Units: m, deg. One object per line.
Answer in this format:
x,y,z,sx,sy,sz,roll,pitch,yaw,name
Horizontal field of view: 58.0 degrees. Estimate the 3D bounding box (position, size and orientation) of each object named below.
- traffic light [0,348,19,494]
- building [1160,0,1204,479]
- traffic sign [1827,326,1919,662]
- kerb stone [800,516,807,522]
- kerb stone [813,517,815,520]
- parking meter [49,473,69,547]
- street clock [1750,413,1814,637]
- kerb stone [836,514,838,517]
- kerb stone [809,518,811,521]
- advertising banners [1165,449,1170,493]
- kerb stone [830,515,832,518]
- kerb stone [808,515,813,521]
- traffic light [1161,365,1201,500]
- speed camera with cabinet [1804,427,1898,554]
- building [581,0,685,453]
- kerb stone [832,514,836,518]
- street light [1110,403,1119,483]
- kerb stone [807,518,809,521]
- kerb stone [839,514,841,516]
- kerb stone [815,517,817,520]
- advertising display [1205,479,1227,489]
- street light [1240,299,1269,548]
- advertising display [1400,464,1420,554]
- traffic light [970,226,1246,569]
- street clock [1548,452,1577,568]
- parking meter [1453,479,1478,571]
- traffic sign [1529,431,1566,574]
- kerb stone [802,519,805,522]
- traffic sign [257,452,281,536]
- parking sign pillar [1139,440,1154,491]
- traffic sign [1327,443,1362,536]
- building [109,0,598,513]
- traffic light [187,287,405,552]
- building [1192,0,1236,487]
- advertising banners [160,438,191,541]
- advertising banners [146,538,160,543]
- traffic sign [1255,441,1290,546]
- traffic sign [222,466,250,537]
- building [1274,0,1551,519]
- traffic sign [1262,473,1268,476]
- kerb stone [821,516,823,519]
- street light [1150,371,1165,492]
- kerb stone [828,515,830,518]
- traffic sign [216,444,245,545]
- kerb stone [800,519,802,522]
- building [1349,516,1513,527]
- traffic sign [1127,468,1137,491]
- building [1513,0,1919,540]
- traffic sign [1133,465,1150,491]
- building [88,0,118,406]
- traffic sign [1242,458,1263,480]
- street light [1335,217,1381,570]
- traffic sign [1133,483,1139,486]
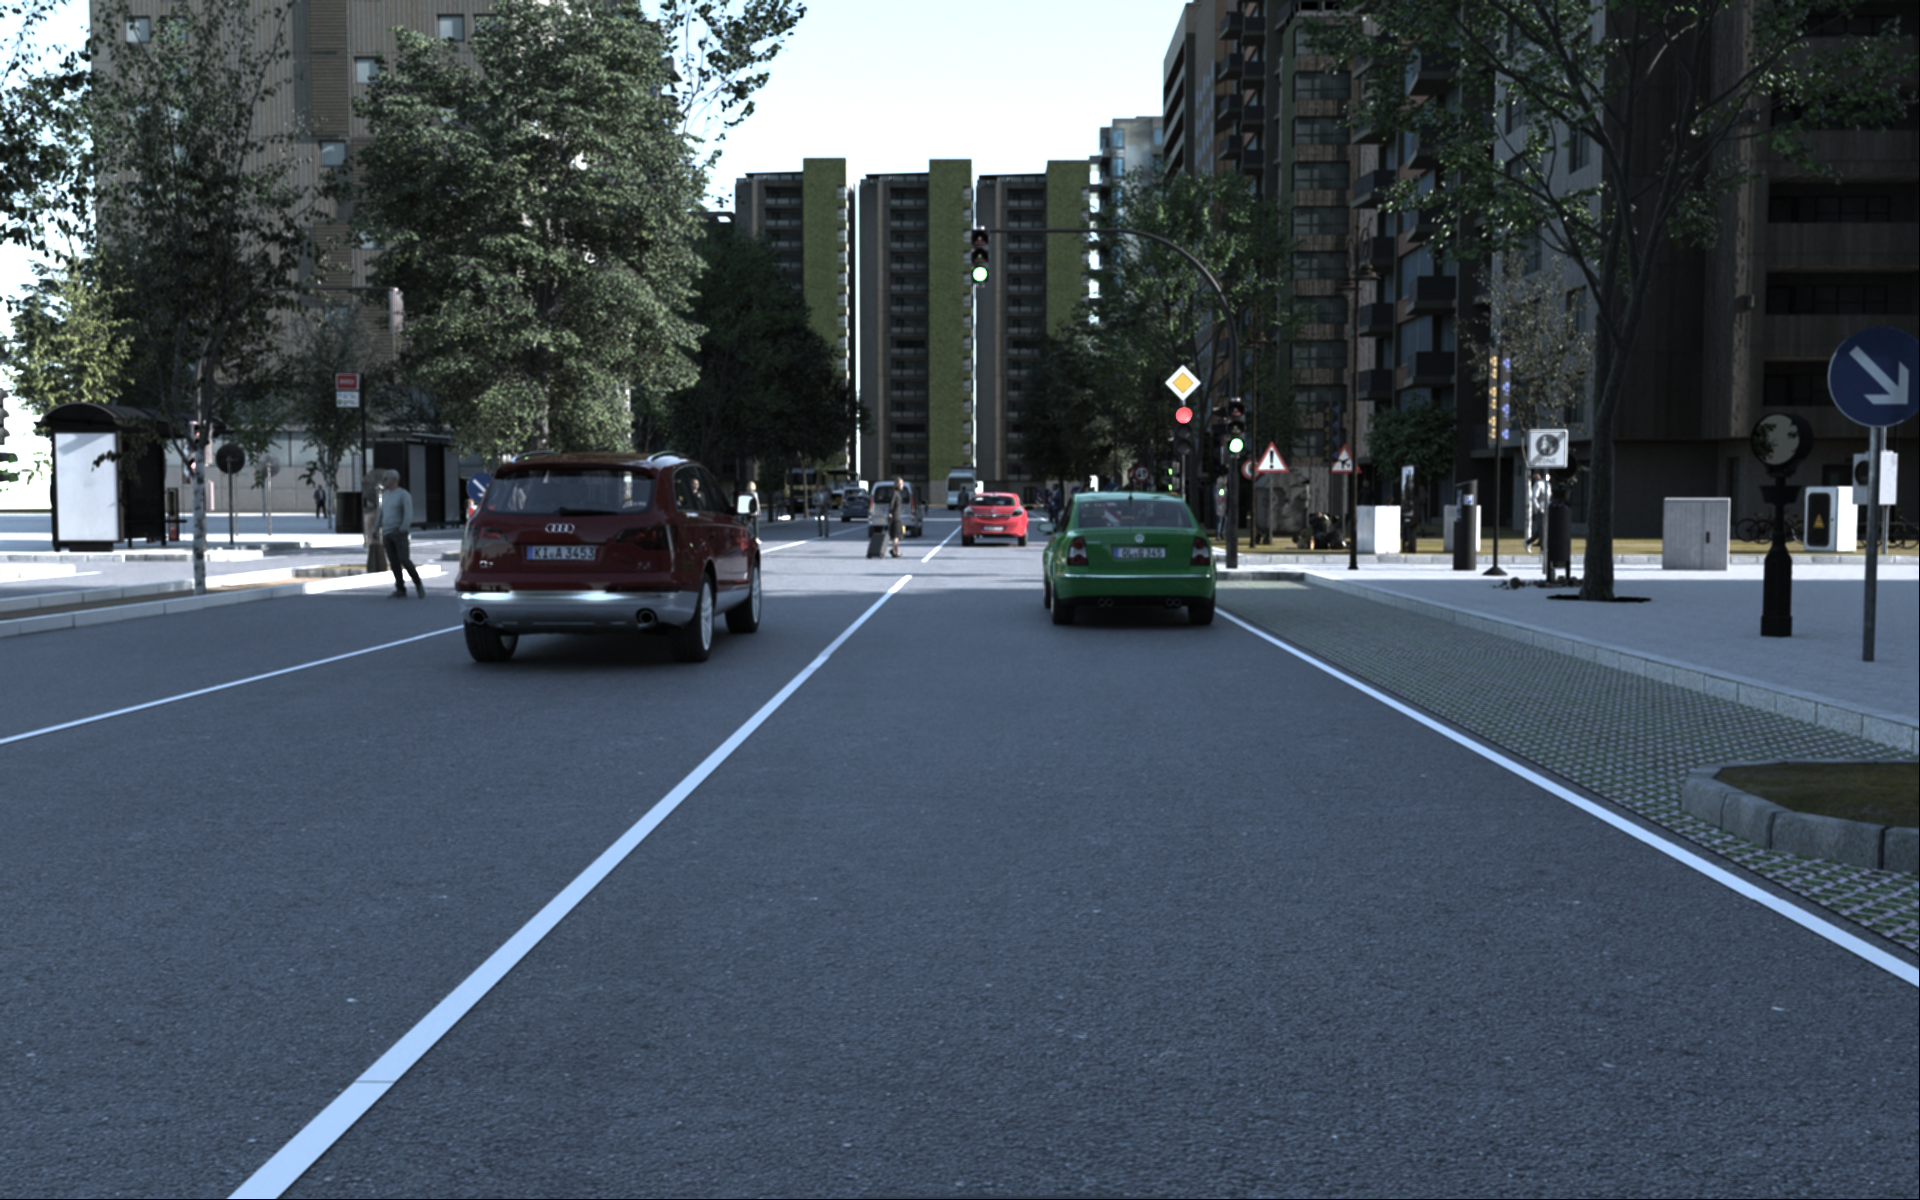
-16.901,-2.522,30.162,0.839,4.253,0.868,0,4,1,traffic light
30.957,-33.152,165.736,21.300,48.544,21.600,0,4,1,building
6.972,-0.802,13.218,0.768,2.556,0.104,0,4,4,traffic sign
-8.149,-4.110,89.388,0.120,0.150,1.000,0,4,1,kerb stone
-8.062,-4.359,93.486,0.120,0.150,1.000,0,4,1,kerb stone
-21.642,-2.199,41.667,0.399,1.863,0.255,0,4,-1,parking meter
7.365,-0.673,15.568,0.358,2.002,0.471,-2,4,-35,street clock
-7.800,-5.174,106.826,0.120,0.150,1.000,0,4,1,kerb stone
-8.106,-4.232,91.442,0.120,0.150,1.000,0,4,1,kerb stone
7.960,-4.302,66.520,0.090,3.025,2.074,0,4,4,advertising banners
-7.874,-4.922,102.733,0.120,0.150,1.000,0,4,1,kerb stone
-8.085,-4.298,92.464,0.120,0.150,1.000,0,4,1,kerb stone
4.818,-2.985,37.723,0.839,4.253,0.868,0,4,1,traffic light
19.389,-2.654,37.737,0.660,3.252,2.038,-1,4,-16,speed camera with cabinet
-42.531,-33.498,167.299,30.456,49.044,23.786,0,4,1,building
-7.816,-5.111,105.804,0.120,0.150,1.000,0,4,1,kerb stone
7.941,-7.081,88.562,0.468,5.910,1.993,0,4,1,street light
-8.126,-4.172,90.410,0.120,0.150,1.000,0,4,1,kerb stone
-7.756,-5.301,108.870,0.120,0.150,1.000,0,4,1,kerb stone
-8.043,-4.420,94.508,0.120,0.150,1.000,0,4,1,kerb stone
10.967,-4.203,73.937,0.974,1.923,0.123,0,4,0,advertising display
6.973,-4.178,41.098,0.468,5.910,1.993,0,4,1,street light
9.787,-1.988,37.714,0.123,1.923,0.974,0,4,-2,advertising display
2.562,-3.362,29.641,4.771,5.953,1.251,0,4,1,traffic light
10.422,-1.559,30.053,0.471,2.002,0.358,-1,4,-10,street clock
8.503,-1.268,29.148,0.372,1.533,0.369,0,3,0,parking meter
9.355,-1.561,27.657,0.606,2.300,0.079,0,4,5,traffic sign
-8.174,-4.047,88.366,0.120,0.150,1.000,0,4,1,kerb stone
-21.033,-3.218,52.713,0.768,2.556,0.104,0,4,7,traffic sign
9.191,-5.932,85.466,1.447,3.967,1.447,-1,4,-9,parking sign pillar
9.863,-2.721,44.497,0.884,2.594,0.081,0,4,3,traffic sign
-42.433,-32.903,127.204,28.713,52.752,27.495,0,4,1,building
-14.645,-3.882,38.138,4.771,5.953,1.251,0,4,1,traffic light
27.691,-30.454,148.031,14.600,45.320,14.200,0,4,1,building
-21.473,-3.119,47.186,2.074,3.025,0.090,2,4,35,advertising banners
-21.255,-3.006,45.333,0.090,3.025,2.074,-1,4,-17,advertising banners
7.702,-2.621,42.858,0.884,2.594,0.081,0,4,8,traffic sign
-21.668,-3.170,51.835,0.884,2.594,0.081,1,4,10,traffic sign
26.178,-20.404,105.304,14.160,30.474,14.107,0,4,1,building
10.849,-3.667,59.963,0.884,2.594,0.081,0,4,7,traffic sign
-7.979,-4.612,97.594,0.120,0.150,1.000,0,4,1,kerb stone
7.395,-5.644,65.065,0.468,5.910,1.993,0,4,1,street light
-7.903,-4.857,101.706,0.120,0.150,1.000,0,4,1,kerb stone
-18.509,-2.681,43.942,0.768,2.556,0.104,0,4,3,traffic sign
-8.191,-3.981,87.336,0.120,0.150,1.000,0,4,1,kerb stone
29.363,-25.733,75.364,22.147,44.769,28.867,0,4,1,building
8.533,-5.156,84.401,0.768,2.556,0.104,0,4,7,traffic sign
25.436,-17.242,53.610,14.107,30.474,14.160,0,4,1,building
7.900,-4.598,75.279,0.768,2.556,0.104,1,4,10,traffic sign
-68.070,-44.547,166.591,20.611,71.187,20.563,0,4,1,building
10.381,-3.753,61.468,0.768,2.556,0.104,0,4,7,traffic sign
6.685,-3.454,29.267,0.468,5.910,1.993,0,4,1,street light
11.333,-6.846,112.033,0.768,2.556,0.104,0,4,3,traffic sign
